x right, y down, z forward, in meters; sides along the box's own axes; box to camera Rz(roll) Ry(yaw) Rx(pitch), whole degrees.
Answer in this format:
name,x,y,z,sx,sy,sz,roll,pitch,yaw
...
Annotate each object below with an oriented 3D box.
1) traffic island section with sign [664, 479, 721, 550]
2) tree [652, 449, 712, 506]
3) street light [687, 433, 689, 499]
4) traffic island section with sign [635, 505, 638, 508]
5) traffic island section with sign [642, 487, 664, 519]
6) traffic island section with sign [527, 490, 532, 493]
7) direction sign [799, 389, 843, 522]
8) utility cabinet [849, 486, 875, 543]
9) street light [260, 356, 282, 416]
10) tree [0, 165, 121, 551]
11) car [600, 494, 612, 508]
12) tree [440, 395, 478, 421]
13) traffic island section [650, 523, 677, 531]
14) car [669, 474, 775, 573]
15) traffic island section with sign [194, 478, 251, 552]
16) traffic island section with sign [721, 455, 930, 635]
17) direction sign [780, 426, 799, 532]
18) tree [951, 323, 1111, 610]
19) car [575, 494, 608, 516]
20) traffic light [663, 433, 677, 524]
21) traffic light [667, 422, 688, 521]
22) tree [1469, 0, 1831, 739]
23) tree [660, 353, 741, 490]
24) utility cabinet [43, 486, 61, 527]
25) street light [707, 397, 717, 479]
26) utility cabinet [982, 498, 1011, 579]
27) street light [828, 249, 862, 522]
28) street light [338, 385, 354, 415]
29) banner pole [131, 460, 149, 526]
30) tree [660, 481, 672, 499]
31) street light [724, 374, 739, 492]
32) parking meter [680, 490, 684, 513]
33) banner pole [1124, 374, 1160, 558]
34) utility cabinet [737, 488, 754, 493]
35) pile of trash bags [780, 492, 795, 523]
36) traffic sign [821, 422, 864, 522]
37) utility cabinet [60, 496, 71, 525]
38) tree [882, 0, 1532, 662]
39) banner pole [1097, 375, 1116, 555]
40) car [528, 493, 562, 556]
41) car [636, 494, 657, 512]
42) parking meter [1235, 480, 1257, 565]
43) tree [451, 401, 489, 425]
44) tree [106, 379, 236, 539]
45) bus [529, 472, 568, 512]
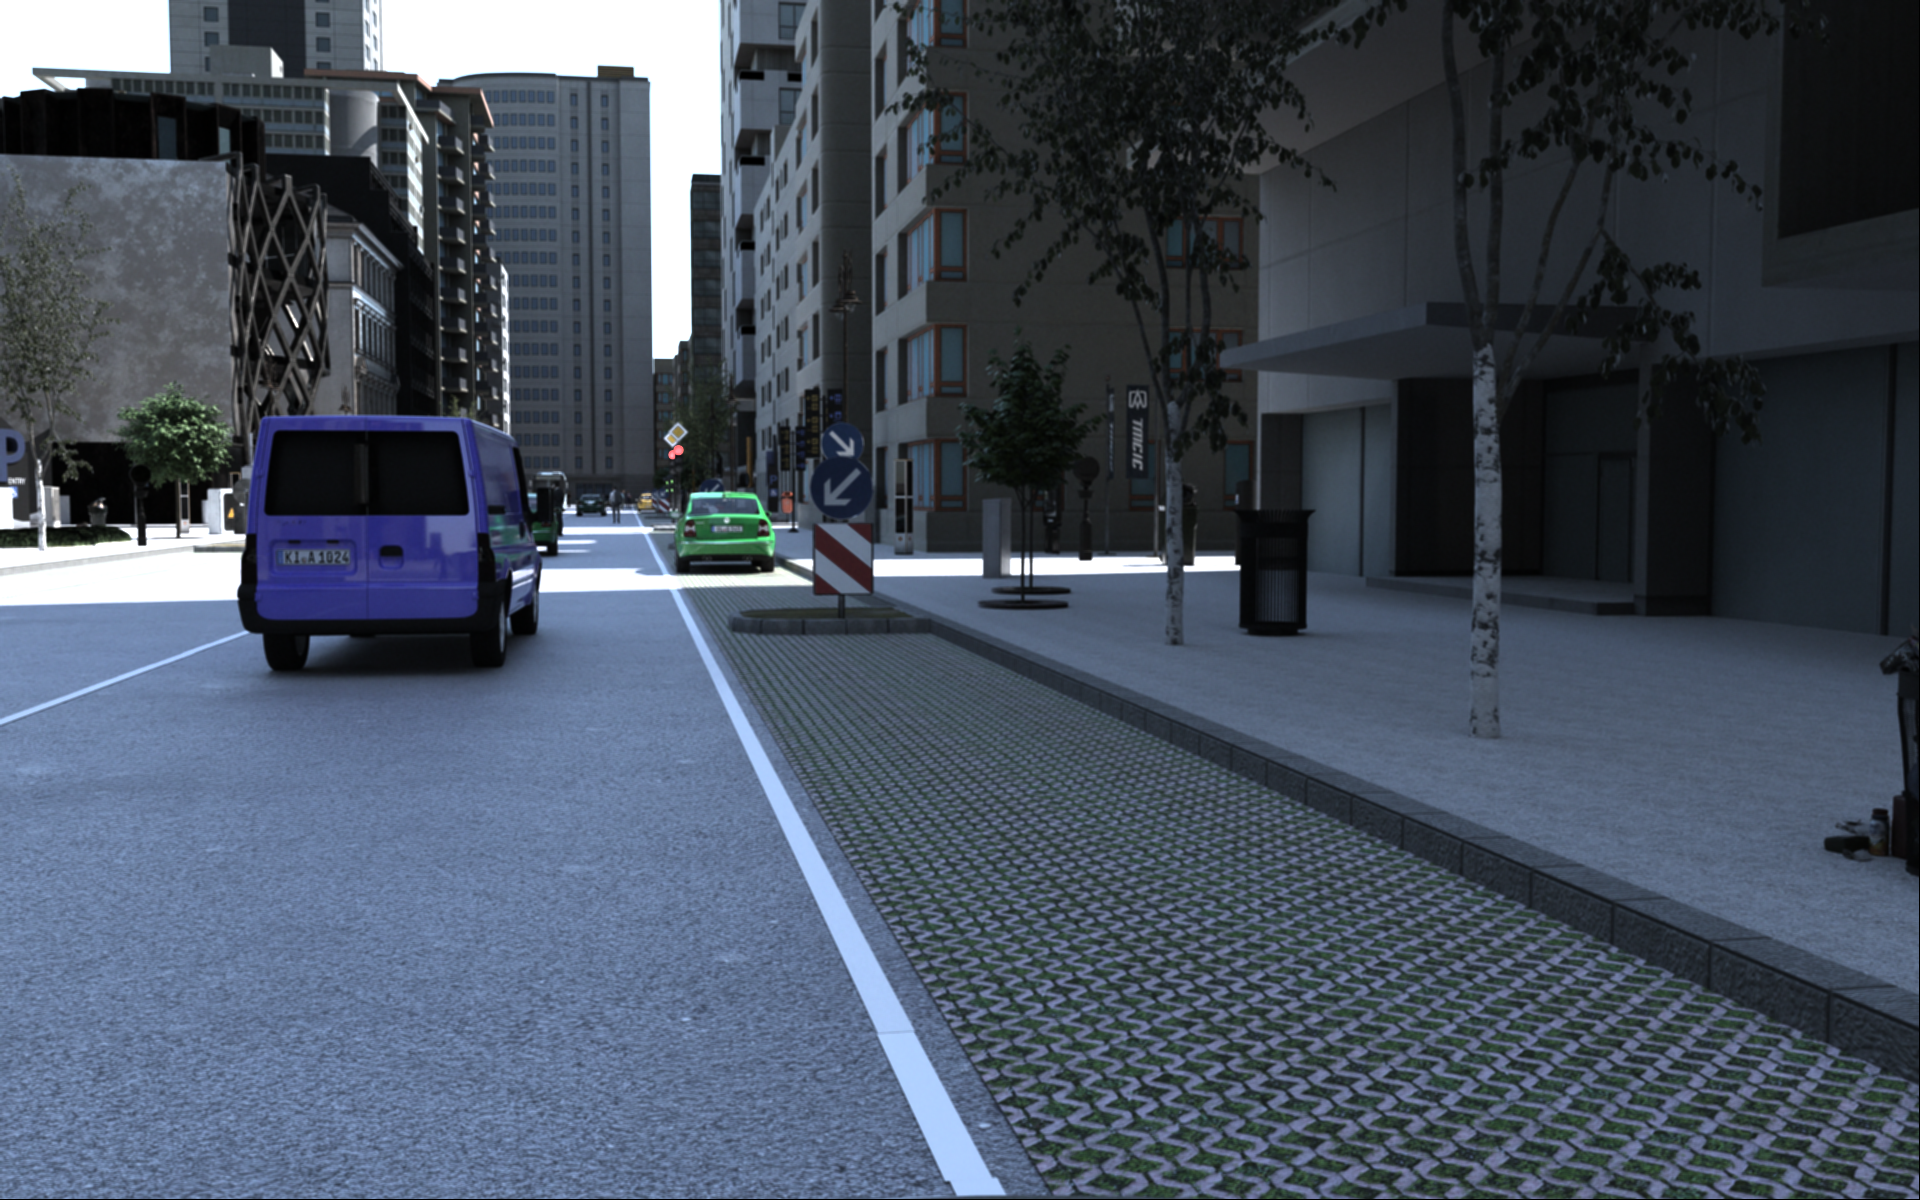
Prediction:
name,x,y,z,sx,sy,sz,roll,pitch,yaw
traffic island section with sign,-6.598,-2.231,45.109,1.989,1.847,2.006,-1,4,-11
tree,-19.055,-8.482,122.399,4.285,4.588,4.351,0,3,0
street light,-18.233,-8.748,115.811,0.468,5.910,1.993,-1,4,-11
traffic island section with sign,-31.749,-10.192,175.268,1.989,1.847,2.006,-1,4,-11
traffic island section with sign,-17.191,-5.581,99.884,1.989,1.847,2.006,-1,4,-11
traffic island section with sign,-42.962,-10.061,173.119,1.989,1.847,2.006,-1,4,-11
direction sign,-2.935,-2.778,37.421,0.876,3.537,0.379,1,4,18
utility cabinet,-2.578,-2.236,45.233,0.318,1.500,1.173,-2,4,-25
street light,-23.089,-5.221,58.150,0.468,5.910,1.993,-1,4,-11
tree,-20.556,-5.375,38.247,4.360,8.622,3.978,0,3,0
car,-37.614,-10.591,182.952,2.009,1.686,4.222,-1,4,-12
tree,-36.836,-10.885,128.339,4.737,8.622,4.395,0,3,0
traffic island section,-12.443,-3.246,75.353,2.009,0.180,2.903,-1,4,-11
car,-4.510,-1.469,32.816,1.959,1.807,4.718,-1,4,-10
traffic island section with sign,-17.887,-2.121,43.302,1.989,1.847,2.006,-1,4,-11
traffic island section with sign,-1.455,-0.601,18.455,1.989,1.847,2.006,-1,4,-11
direction sign,-5.591,-4.038,58.022,0.876,3.537,0.379,1,4,11
tree,0.661,-1.539,19.769,1.663,3.219,1.824,0,3,0
car,-24.071,-6.200,113.161,2.131,1.459,4.920,-1,4,-9
traffic light,-12.484,-5.279,75.232,0.839,4.253,0.868,-1,4,-11
traffic light,-10.969,-4.799,67.391,0.839,4.253,0.868,-1,4,-11
tree,2.891,-3.567,8.690,4.360,8.622,3.978,0,3,0
tree,-13.168,-8.496,89.266,4.737,8.622,4.395,0,3,0
utility cabinet,-26.070,-2.508,49.680,0.318,1.500,1.173,-1,4,-18
street light,-11.790,-6.714,82.562,0.468,5.910,1.993,-1,4,-11
utility cabinet,0.565,-0.954,26.759,0.306,1.237,1.020,1,4,10
street light,-2.169,-3.671,32.816,0.468,5.910,1.993,-1,4,-11
street light,-26.101,-6.174,73.740,0.468,5.910,1.993,-1,4,-11
banner pole,-33.520,-4.939,70.776,0.401,3.779,0.863,2,4,27
tree,-30.604,-11.495,182.551,1.663,3.219,1.824,0,3,0
street light,-8.812,-5.755,66.885,0.468,5.910,1.993,-1,4,-11
parking meter,-19.343,-6.828,120.050,0.372,1.533,0.369,0,3,0
banner pole,3.735,-2.748,34.940,0.863,3.779,0.401,-1,4,-8
utility cabinet,-7.349,-3.091,59.221,0.318,1.500,1.173,0,4,7
pile of trash bags,-8.968,-4.038,75.769,3.447,1.369,1.912,0,4,-6
traffic sign,-2.094,-1.877,30.787,0.768,2.556,0.104,-1,4,-9
utility cabinet,-37.597,-3.723,72.033,1.020,1.237,0.306,-2,4,-34
tree,1.614,-3.917,14.399,4.360,8.622,3.978,0,3,0
banner pole,3.130,-2.826,36.221,0.401,3.779,0.863,0,4,-7
car,-10.541,-1.999,41.473,1.959,1.807,4.718,-1,4,-13
car,-24.966,-7.862,138.767,2.015,1.641,3.980,-1,4,-11
parking meter,5.177,-1.404,31.374,0.372,1.533,0.369,0,3,0
tree,-38.740,-11.394,136.660,4.360,8.622,3.978,0,3,0
tree,-22.591,-4.037,49.712,4.285,4.588,4.351,0,3,0
bus,-33.403,-8.940,141.024,2.948,3.499,13.247,-1,4,-12
